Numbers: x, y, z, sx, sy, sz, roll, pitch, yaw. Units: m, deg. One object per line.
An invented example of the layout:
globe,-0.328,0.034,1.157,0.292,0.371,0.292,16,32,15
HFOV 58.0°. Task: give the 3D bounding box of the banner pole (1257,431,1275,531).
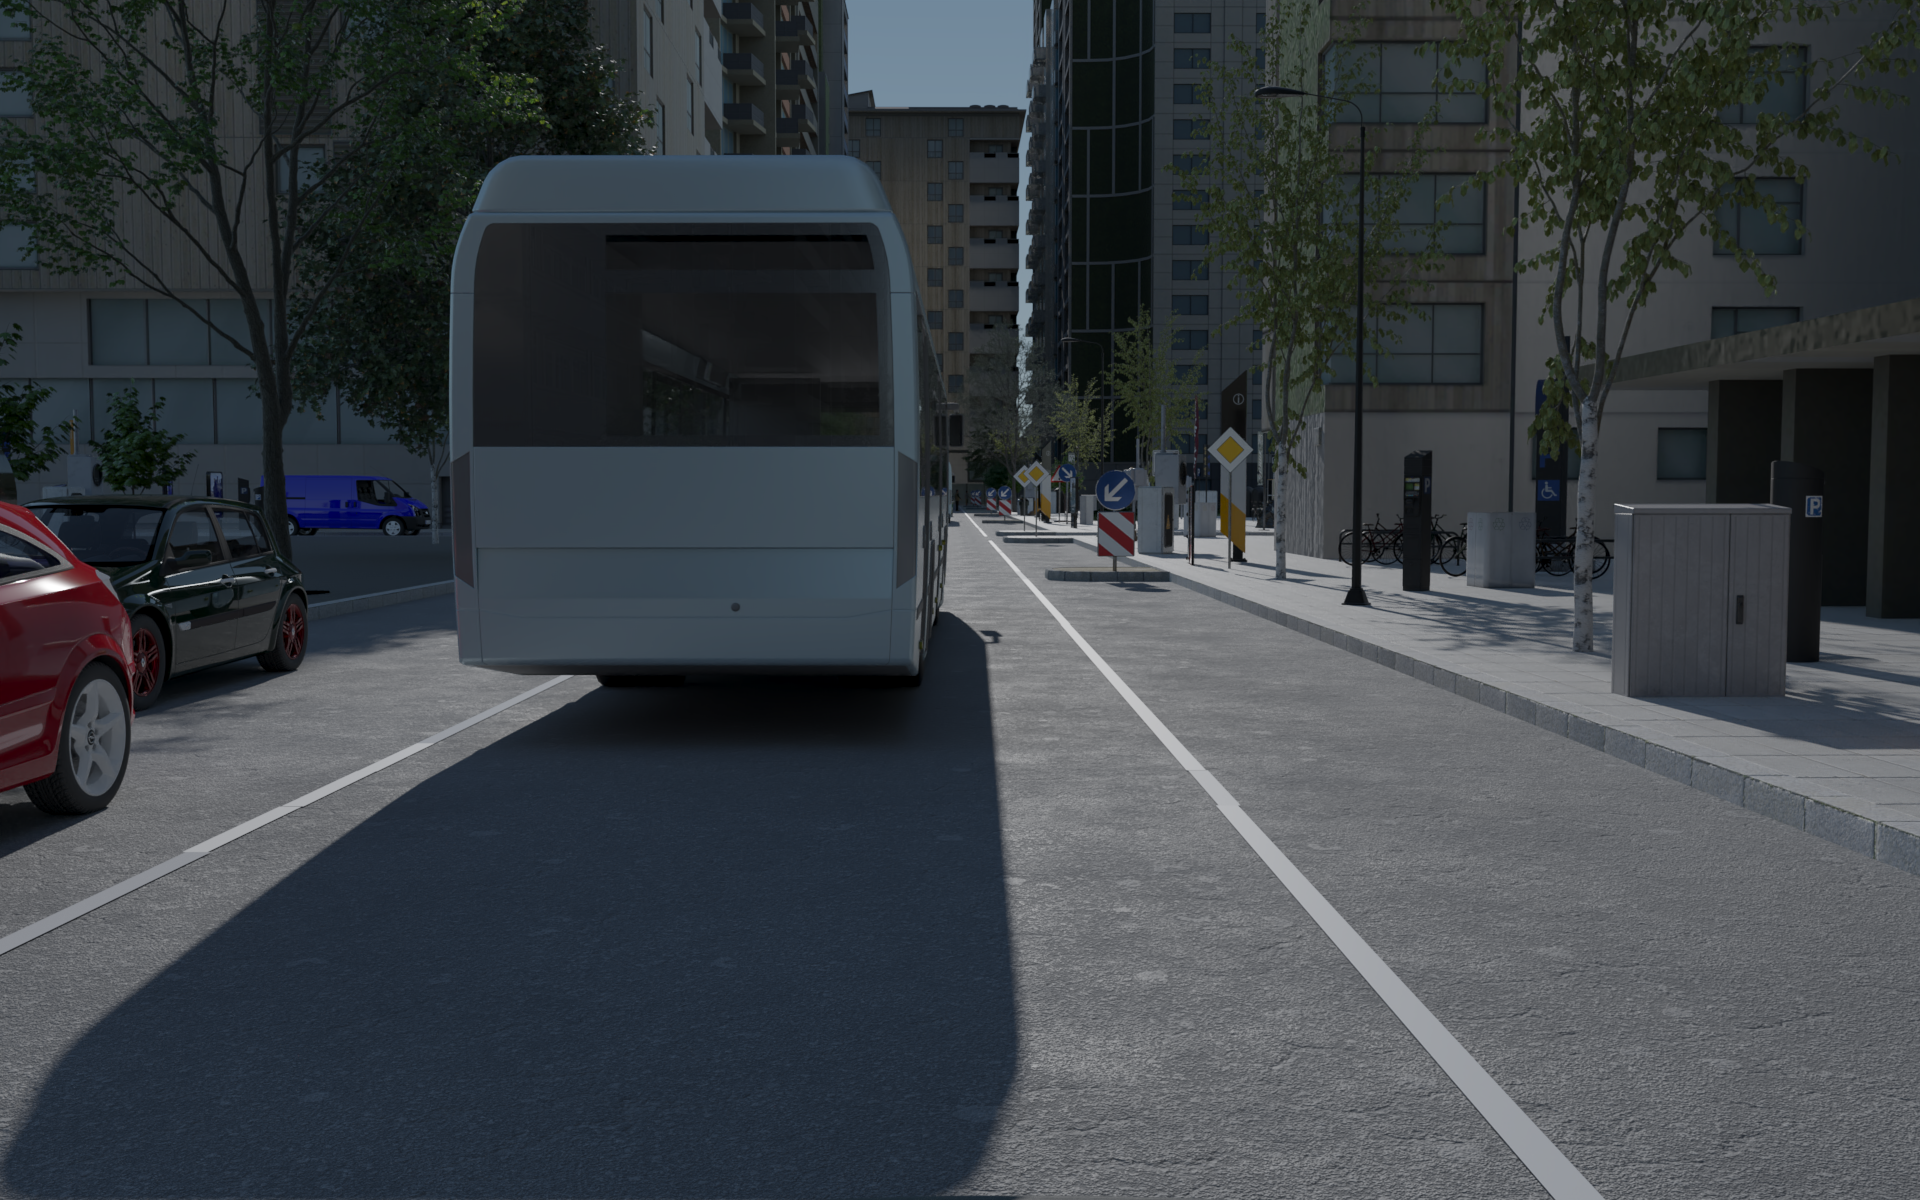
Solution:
banner pole,10.595,-4.328,60.776,0.401,3.779,0.863,2,4,33

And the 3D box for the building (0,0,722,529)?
building,-25.062,-29.671,74.358,28.713,52.752,27.495,0,4,0

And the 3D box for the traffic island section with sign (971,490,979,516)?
traffic island section with sign,1.893,-6.314,111.857,1.989,1.847,2.006,0,4,0

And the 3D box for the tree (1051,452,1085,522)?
tree,4.946,-5.180,79.288,1.663,3.219,1.824,0,3,0

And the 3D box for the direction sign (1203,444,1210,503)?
direction sign,11.271,-5.334,79.209,0.379,3.537,0.876,2,4,27

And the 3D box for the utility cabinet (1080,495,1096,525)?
utility cabinet,5.339,-3.790,73.127,0.306,1.237,1.020,1,4,22

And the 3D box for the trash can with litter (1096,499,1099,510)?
trash can with litter,9.687,-7.075,127.058,1.055,1.170,0.624,-1,4,-13

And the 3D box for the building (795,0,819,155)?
building,-23.201,-31.871,144.795,21.300,48.544,21.600,0,4,0

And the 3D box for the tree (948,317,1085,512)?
tree,3.673,-12.883,121.014,12.009,13.543,11.850,0,3,0

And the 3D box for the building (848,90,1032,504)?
building,-3.265,-39.475,234.657,27.495,52.752,28.713,0,4,0

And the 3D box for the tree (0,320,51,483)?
tree,-9.351,-1.315,16.094,1.663,3.219,1.824,0,3,0

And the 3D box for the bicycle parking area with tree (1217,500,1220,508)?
bicycle parking area with tree,20.810,-7.771,114.058,8.231,4.147,9.016,2,4,23

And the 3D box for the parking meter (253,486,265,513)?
parking meter,-21.069,-2.676,52.162,0.372,1.533,0.369,0,3,0

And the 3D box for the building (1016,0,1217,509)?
building,16.702,-46.328,195.717,20.563,71.187,20.611,0,4,0

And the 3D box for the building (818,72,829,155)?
building,-19.692,-29.312,162.852,14.154,41.232,14.086,0,4,0

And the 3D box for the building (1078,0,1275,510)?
building,16.818,-43.185,144.321,20.563,71.187,20.611,0,4,0

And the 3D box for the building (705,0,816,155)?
building,-21.190,-28.149,114.863,22.147,44.769,28.867,0,4,0

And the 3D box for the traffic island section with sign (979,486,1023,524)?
traffic island section with sign,2.070,-4.665,84.903,1.989,1.847,2.006,0,4,0

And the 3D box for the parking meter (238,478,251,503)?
parking meter,-25.404,-3.412,61.489,0.399,1.863,0.255,-2,4,-26

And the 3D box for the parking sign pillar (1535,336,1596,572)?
parking sign pillar,9.953,-2.485,29.099,1.447,3.967,1.447,1,4,23

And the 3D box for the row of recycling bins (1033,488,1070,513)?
row of recycling bins,6.352,-6.669,116.145,3.534,1.692,1.069,2,4,35

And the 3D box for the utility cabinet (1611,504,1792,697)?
utility cabinet,4.721,0.007,11.042,1.020,1.237,0.306,0,4,-3

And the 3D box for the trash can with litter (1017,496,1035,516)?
trash can with litter,3.934,-5.522,101.664,1.055,1.170,0.624,-2,4,-30

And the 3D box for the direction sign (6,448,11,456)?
direction sign,-32.731,-4.089,58.855,0.876,3.537,0.379,-2,4,-33

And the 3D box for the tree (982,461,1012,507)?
tree,3.876,-11.591,173.219,4.285,4.588,4.351,0,3,0

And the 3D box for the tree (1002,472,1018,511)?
tree,4.095,-8.292,130.178,1.663,3.219,1.824,0,3,0

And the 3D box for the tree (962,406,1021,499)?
tree,4.018,-18.015,212.673,7.486,12.596,7.792,0,3,0

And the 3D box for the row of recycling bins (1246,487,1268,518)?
row of recycling bins,16.714,-5.337,94.370,1.069,1.692,3.534,-3,5,-41

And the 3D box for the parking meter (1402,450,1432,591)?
parking meter,6.052,-1.053,22.926,0.255,1.863,0.399,3,4,38

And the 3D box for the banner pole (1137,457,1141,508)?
banner pole,10.684,-6.948,103.624,0.401,3.779,0.863,-1,4,-11

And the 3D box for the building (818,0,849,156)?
building,-26.895,-40.055,196.904,28.212,58.520,21.231,0,4,0

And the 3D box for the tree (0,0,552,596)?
tree,-8.784,-5.880,21.893,9.928,11.665,9.643,0,3,0

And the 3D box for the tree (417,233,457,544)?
tree,-13.349,-5.754,44.443,4.737,8.622,4.395,0,3,0

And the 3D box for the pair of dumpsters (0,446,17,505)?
pair of dumpsters,-8.400,-0.577,11.921,1.574,2.255,4.437,0,4,0

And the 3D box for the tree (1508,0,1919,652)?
tree,5.310,-3.887,13.918,4.737,8.622,4.395,0,3,0

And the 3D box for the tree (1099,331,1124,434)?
tree,7.578,-7.188,67.887,4.737,8.622,4.395,0,3,0

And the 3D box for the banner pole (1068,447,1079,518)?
banner pole,6.041,-6.226,91.806,0.863,3.779,0.401,-2,4,-34

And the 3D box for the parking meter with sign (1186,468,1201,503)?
parking meter with sign,15.311,-7.359,116.572,1.738,3.016,0.543,-1,4,-11

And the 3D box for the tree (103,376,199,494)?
tree,-13.531,-2.061,28.301,1.663,3.219,1.824,0,3,0

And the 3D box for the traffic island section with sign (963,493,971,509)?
traffic island section with sign,1.553,-9.350,161.493,1.989,1.847,2.006,0,4,0

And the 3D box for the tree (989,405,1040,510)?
tree,4.266,-11.393,136.642,4.360,8.622,3.978,0,3,0

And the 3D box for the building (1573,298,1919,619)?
building,19.152,-21.625,8.193,22.147,44.769,28.867,0,4,0

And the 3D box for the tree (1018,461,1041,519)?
tree,4.264,-5.696,87.723,1.663,3.219,1.824,0,3,0

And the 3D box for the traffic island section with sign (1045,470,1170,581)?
traffic island section with sign,2.458,-1.269,29.368,1.989,1.847,2.006,0,4,0

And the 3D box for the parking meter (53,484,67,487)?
parking meter,-22.255,-2.103,42.793,0.372,1.533,0.369,0,3,0

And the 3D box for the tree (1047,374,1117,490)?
tree,7.448,-9.578,106.968,4.360,8.622,3.978,0,3,0

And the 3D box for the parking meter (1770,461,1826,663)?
parking meter,6.418,-0.299,13.308,0.372,1.533,0.369,0,3,0

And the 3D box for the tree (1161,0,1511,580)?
tree,5.062,-4.616,25.833,4.737,8.622,4.395,0,3,0

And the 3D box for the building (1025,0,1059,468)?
building,17.908,-33.719,170.915,23.786,49.044,30.456,0,4,0

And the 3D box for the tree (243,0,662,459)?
tree,-9.523,-7.226,35.159,9.611,12.733,9.660,0,3,0
